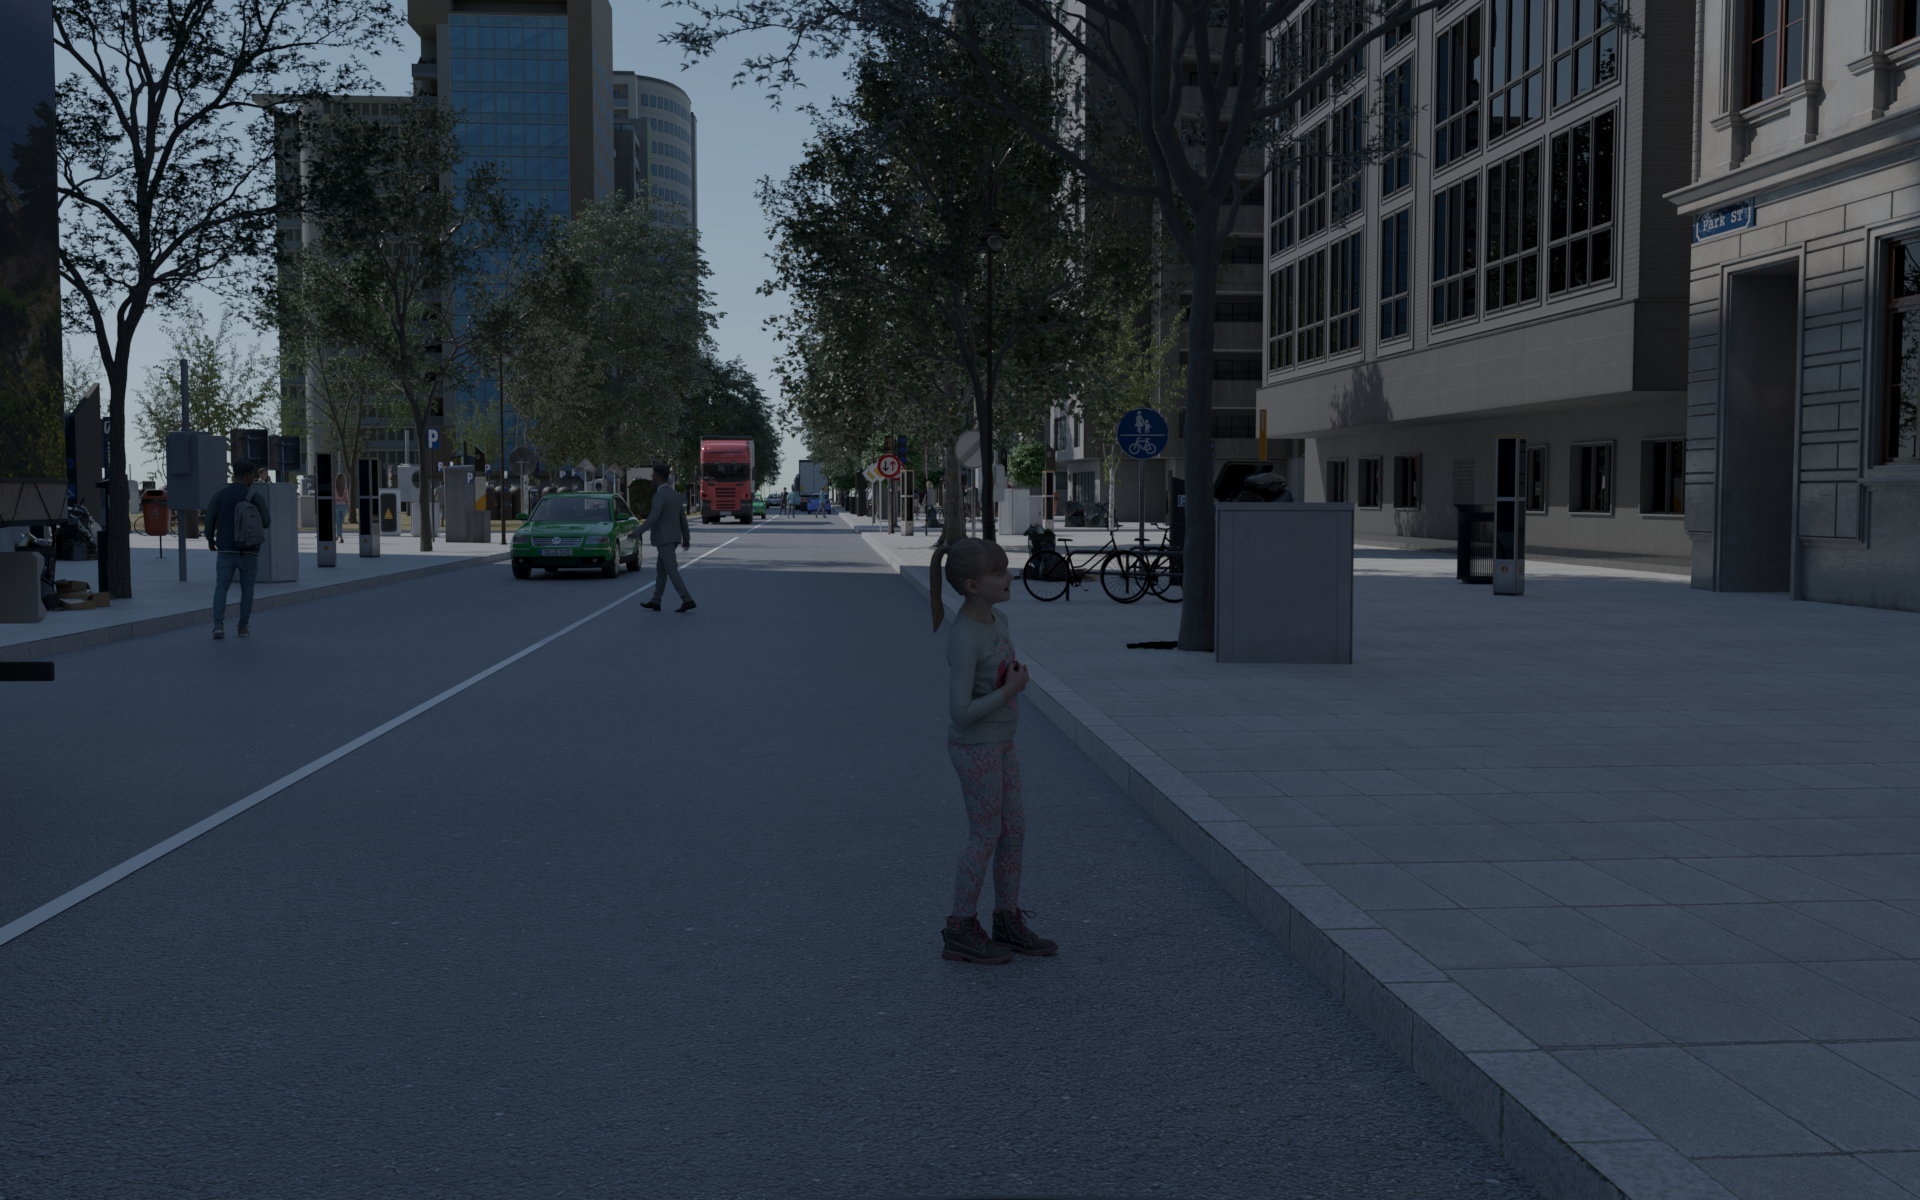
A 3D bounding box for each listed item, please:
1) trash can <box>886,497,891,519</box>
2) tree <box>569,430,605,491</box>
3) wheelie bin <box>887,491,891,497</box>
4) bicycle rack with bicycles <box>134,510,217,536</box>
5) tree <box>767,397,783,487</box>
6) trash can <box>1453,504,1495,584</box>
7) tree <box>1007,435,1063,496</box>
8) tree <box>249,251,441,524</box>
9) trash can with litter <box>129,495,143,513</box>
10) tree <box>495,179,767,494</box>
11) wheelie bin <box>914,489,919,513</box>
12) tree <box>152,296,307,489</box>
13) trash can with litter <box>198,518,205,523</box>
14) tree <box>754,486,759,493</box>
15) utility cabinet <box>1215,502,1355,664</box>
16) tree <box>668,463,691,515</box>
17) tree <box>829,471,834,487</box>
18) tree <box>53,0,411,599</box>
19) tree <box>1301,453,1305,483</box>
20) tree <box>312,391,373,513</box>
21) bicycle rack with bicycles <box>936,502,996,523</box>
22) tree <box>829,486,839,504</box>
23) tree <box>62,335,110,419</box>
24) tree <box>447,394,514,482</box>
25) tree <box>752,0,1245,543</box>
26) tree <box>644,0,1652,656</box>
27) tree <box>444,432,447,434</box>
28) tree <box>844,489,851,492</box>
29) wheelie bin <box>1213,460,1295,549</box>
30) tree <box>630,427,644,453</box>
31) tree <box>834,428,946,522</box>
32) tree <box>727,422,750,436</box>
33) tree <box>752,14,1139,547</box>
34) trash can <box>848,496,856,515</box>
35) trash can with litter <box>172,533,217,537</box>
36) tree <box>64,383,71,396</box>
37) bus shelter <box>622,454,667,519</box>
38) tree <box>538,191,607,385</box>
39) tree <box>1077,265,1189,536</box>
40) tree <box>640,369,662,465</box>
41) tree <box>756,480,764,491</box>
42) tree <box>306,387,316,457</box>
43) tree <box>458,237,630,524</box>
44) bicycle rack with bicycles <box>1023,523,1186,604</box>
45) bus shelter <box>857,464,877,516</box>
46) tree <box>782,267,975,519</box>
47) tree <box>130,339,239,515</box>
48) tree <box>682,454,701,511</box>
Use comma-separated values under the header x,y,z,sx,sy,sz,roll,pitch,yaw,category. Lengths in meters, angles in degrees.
x,y,z,sx,sy,sz,roll,pitch,yaw,category
-3.558,-4.801,90.147,0.748,1.137,0.748,0,3,0,trash can
-28.259,-11.121,132.193,4.737,8.622,4.395,0,3,0,tree
-4.566,-6.669,116.943,0.693,1.594,0.980,0,4,-3,wheelie bin
-24.235,-2.514,54.484,2.925,0.926,2.852,-1,4,-18,bicycle rack with bicycles
-6.909,-12.833,116.469,9.857,13.997,8.962,0,3,0,tree
7.432,-0.804,24.794,0.748,1.137,0.748,0,3,0,trash can
3.865,-6.591,91.482,4.285,4.588,4.351,0,3,0,tree
-26.280,-9.088,74.351,9.928,11.665,9.643,0,3,0,tree
-56.100,-6.586,118.734,1.678,1.210,2.233,-3,4,-38,trash can with litter
-14.444,-10.052,71.011,9.857,13.997,8.962,0,3,0,tree
-3.151,-6.573,115.381,0.980,1.594,0.693,2,4,28,wheelie bin
-28.017,-7.030,65.297,4.737,8.622,4.395,0,3,0,tree
-32.156,-3.757,72.816,1.055,1.170,0.624,-1,4,-15,trash can with litter
-27.430,-14.207,226.880,1.663,3.219,1.824,0,3,0,tree
2.466,-0.125,13.213,1.020,1.237,0.306,0,4,6,utility cabinet
-17.632,-6.967,108.516,1.663,3.219,1.824,0,3,0,tree
-8.327,-9.161,133.495,4.285,4.588,4.351,0,3,0,tree
-10.365,-5.275,20.655,8.767,10.594,7.601,0,4,-1,tree
15.129,-7.248,68.870,4.360,8.622,3.978,0,3,0,tree
-42.364,-10.323,119.151,4.360,8.622,3.978,0,3,0,tree
0.129,-3.859,76.482,2.925,0.926,2.852,-3,4,-38,bicycle rack with bicycles
-14.500,-15.688,206.864,4.360,8.622,3.978,0,3,0,tree
-40.429,-7.879,79.179,4.360,8.622,3.978,0,3,0,tree
-34.900,-10.834,127.493,4.737,8.622,4.395,0,3,0,tree
0.545,-5.803,29.293,8.767,10.594,7.601,0,4,0,tree
1.968,-6.341,14.046,12.009,13.543,11.850,0,3,0,tree
-37.693,-11.237,134.085,4.737,8.622,4.395,0,3,0,tree
-13.528,-12.695,202.157,1.663,3.219,1.824,0,3,0,tree
2.714,-0.506,16.181,0.980,1.594,0.693,-3,4,-37,wheelie bin
-21.851,-9.740,109.613,4.360,8.622,3.978,0,3,0,tree
-3.116,-5.911,80.362,4.285,4.588,4.351,0,3,0,tree
-20.112,-12.098,148.166,4.360,8.622,3.978,0,3,0,tree
-0.247,-7.613,41.477,9.611,12.733,9.660,0,3,0,tree
-6.634,-5.944,108.831,0.748,1.137,0.748,0,3,0,trash can
-22.440,-2.502,51.971,2.233,1.210,1.678,-2,4,-25,trash can with litter
-40.198,-7.549,73.790,4.737,8.622,4.395,0,3,0,tree
-16.530,-5.915,90.639,2.014,3.302,5.546,0,4,-5,bus shelter
-11.863,-6.375,38.646,8.767,10.594,7.601,0,4,2,tree
4.893,-6.288,53.178,4.737,8.622,4.395,0,3,0,tree
-19.407,-12.761,125.656,9.611,12.733,9.660,0,3,0,tree
-28.302,-15.425,235.904,4.285,4.588,4.351,0,3,0,tree
-43.332,-9.856,111.504,4.737,8.622,4.395,0,3,0,tree
-12.489,-6.128,50.556,4.360,8.622,3.978,0,3,0,tree
2.562,-0.461,20.918,2.925,0.926,2.852,2,4,31,bicycle rack with bicycles
-5.548,-6.833,103.007,1.731,3.624,6.357,0,4,-5,bus shelter
-3.858,-11.052,87.350,9.857,13.997,8.962,0,3,0,tree
-35.568,-7.929,79.999,4.360,8.622,3.978,0,3,0,tree
-20.090,-9.174,133.702,4.285,4.588,4.351,0,3,0,tree
